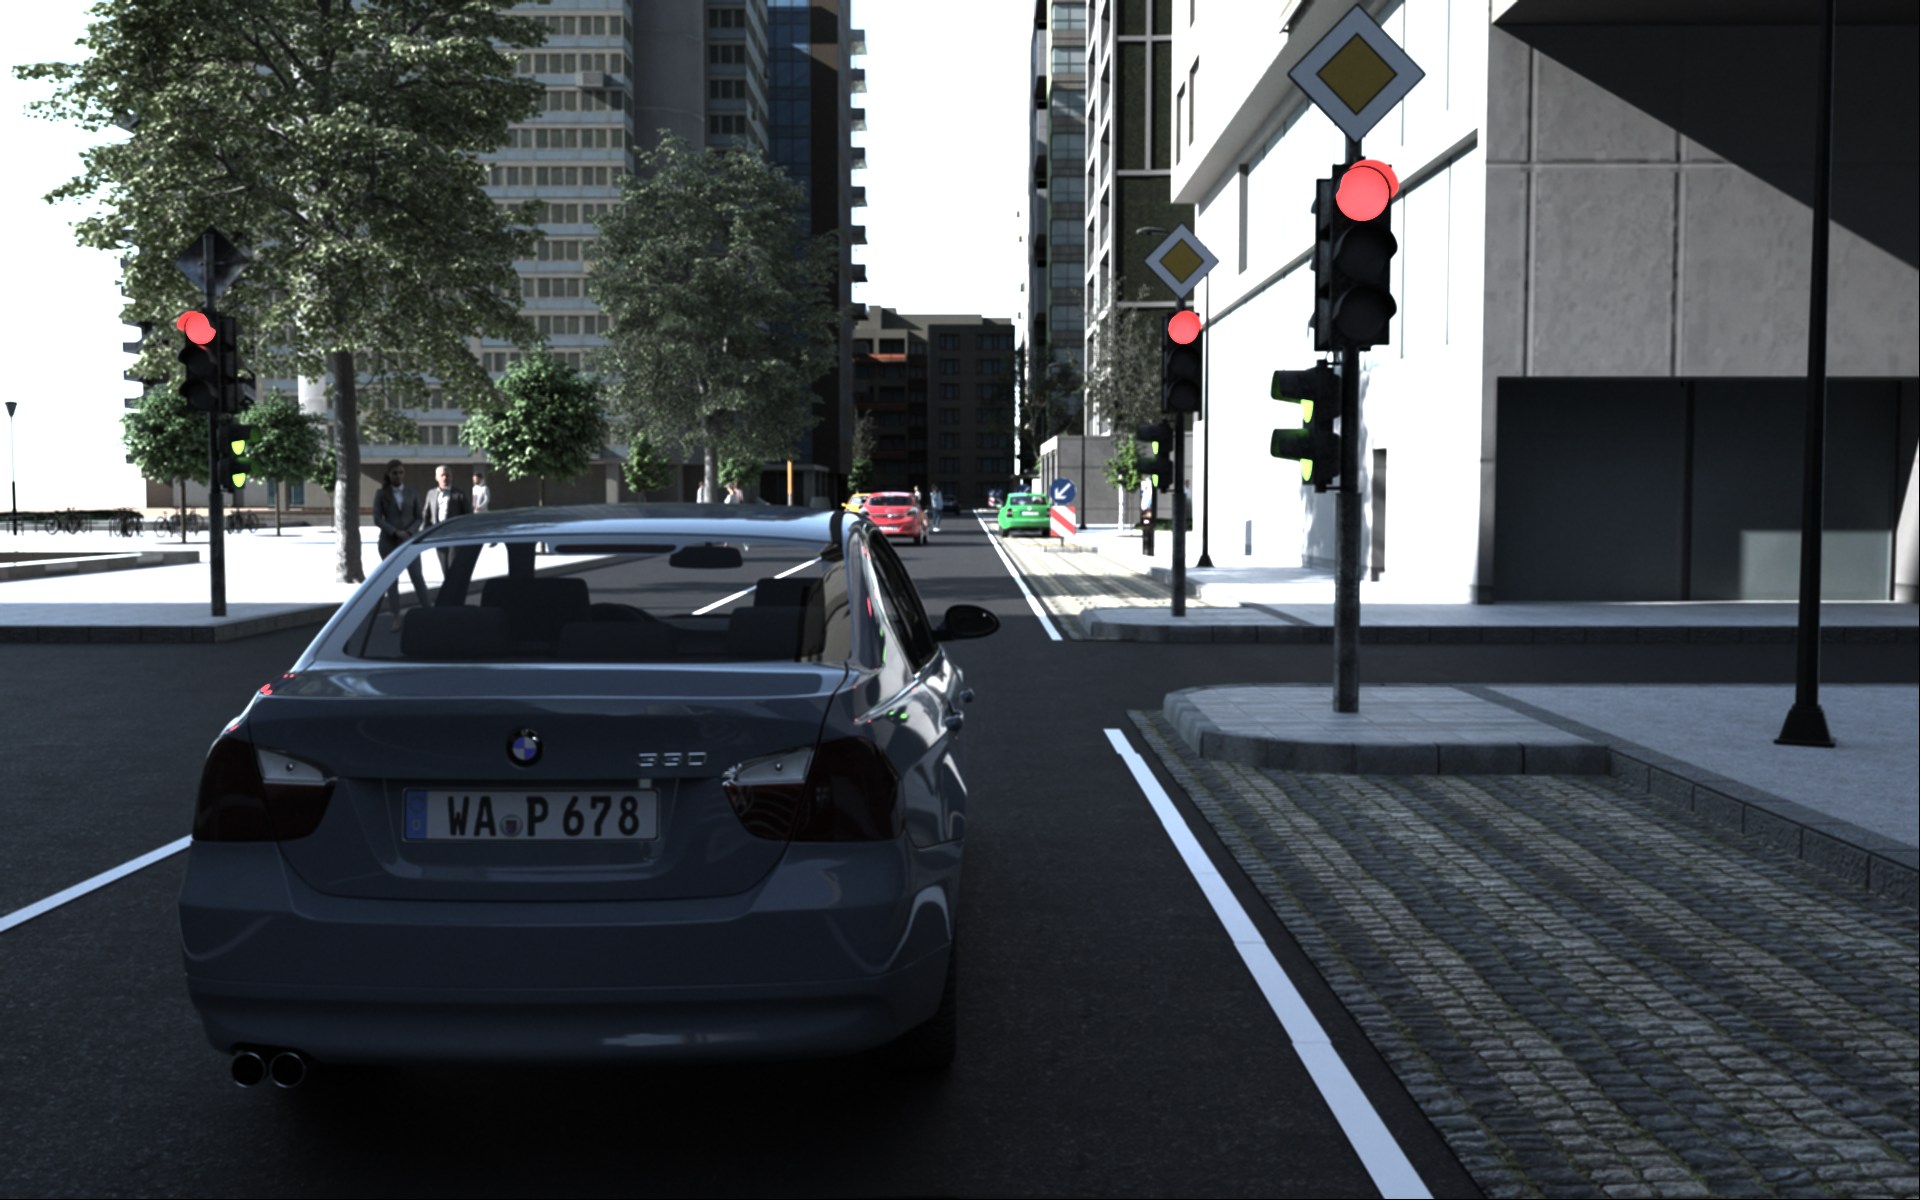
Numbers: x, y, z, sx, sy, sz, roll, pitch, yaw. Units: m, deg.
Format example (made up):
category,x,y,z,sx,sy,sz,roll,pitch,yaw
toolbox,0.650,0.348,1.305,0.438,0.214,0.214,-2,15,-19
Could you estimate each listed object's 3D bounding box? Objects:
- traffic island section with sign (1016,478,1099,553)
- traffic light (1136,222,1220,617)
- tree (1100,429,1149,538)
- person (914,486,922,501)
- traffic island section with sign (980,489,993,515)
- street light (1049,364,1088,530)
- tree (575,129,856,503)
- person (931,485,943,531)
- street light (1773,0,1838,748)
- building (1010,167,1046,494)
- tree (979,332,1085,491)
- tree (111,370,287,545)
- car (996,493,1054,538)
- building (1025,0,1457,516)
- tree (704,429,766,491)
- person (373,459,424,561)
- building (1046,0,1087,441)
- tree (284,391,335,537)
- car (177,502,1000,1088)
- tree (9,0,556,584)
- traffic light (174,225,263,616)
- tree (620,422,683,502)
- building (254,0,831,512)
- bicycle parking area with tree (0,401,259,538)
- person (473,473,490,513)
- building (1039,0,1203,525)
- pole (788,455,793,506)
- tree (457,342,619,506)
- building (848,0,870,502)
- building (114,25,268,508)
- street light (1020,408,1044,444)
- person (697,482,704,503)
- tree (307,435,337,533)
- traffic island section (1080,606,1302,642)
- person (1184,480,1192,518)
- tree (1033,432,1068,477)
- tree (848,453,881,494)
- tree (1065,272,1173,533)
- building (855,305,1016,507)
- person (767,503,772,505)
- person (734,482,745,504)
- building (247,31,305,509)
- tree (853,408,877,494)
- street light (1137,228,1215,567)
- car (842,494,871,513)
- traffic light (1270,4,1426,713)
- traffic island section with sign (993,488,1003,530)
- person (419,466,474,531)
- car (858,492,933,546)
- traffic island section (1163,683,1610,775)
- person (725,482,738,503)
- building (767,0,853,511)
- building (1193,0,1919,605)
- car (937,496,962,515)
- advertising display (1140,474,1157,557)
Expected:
category,x,y,z,sx,sy,sz,roll,pitch,yaw
traffic island section with sign,2.385,-2.091,42.812,1.989,1.847,2.006,0,3,0
traffic light,2.278,-1.785,18.100,0.839,4.253,0.868,0,3,0
tree,4.972,-3.476,51.438,1.663,3.219,1.824,0,3,0
person,-1.952,-4.096,75.736,0.520,1.790,0.573,3,4,37
traffic island section with sign,2.554,-6.837,120.406,1.989,1.847,2.006,0,3,0
street light,3.863,-5.462,61.843,1.470,5.913,1.316,0,3,0
tree,-8.774,-9.475,61.573,9.857,13.997,8.962,0,3,0
person,-0.908,-3.589,67.449,0.793,1.790,0.793,1,4,9
street light,3.820,-2.215,8.761,1.470,5.913,1.316,0,3,0
building,20.797,-28.406,156.324,32.217,40.220,23.993,0,3,0
tree,4.808,-10.059,98.869,8.767,10.594,7.601,1,4,15
tree,-19.946,-3.723,44.581,4.285,4.588,4.351,0,3,0
car,2.208,-3.009,57.996,1.959,1.807,4.718,0,4,-1
building,18.786,-33.089,130.250,28.713,52.752,27.495,0,3,0
tree,-11.311,-6.364,87.761,4.285,4.588,4.351,0,3,0
person,-5.762,-0.562,17.966,0.520,1.790,0.573,-3,5,-44
building,12.427,-26.049,109.500,14.154,41.232,14.086,0,3,0
tree,-20.555,-4.197,52.335,4.285,4.588,4.351,0,3,0
car,-0.864,0.391,5.615,2.014,1.417,4.499,0,3,0
tree,-9.066,-6.492,24.274,7.486,12.596,7.792,0,3,0
traffic light,-7.783,-1.785,18.106,0.839,4.253,0.868,0,3,0
tree,-8.562,-3.183,46.651,1.663,3.219,1.824,0,3,0
building,-24.561,-25.278,105.180,32.217,40.220,23.993,0,3,0
bicycle parking area with tree,-26.720,-4.065,53.464,8.231,4.147,9.016,1,4,12
person,-11.457,-2.148,41.434,0.678,1.792,0.850,3,4,37
building,14.242,-38.934,74.825,20.563,71.187,20.611,0,3,0
pole,-7.609,-5.132,77.752,0.158,3.312,0.155,0,3,0
tree,-8.772,-3.238,36.656,4.285,4.588,4.351,0,3,0
building,-23.736,-32.857,156.819,30.456,49.044,23.786,0,3,0
building,-68.162,-31.307,161.976,14.200,45.320,14.600,0,3,0
street light,3.923,-7.382,93.243,1.470,5.913,1.316,0,3,0
person,-10.802,-4.088,73.074,0.583,1.804,0.606,-1,4,-14
tree,-20.648,-3.829,57.199,1.663,3.219,1.824,0,3,0
traffic island section,2.318,0.249,18.214,2.009,0.180,2.903,0,3,0
person,8.277,-3.507,63.602,0.478,1.798,0.641,-2,4,-23
tree,5.428,-6.486,89.757,4.285,4.588,4.351,0,3,0
tree,-7.981,-9.377,137.030,4.285,4.588,4.351,0,3,0
tree,5.399,-6.524,57.027,4.360,8.622,3.978,0,3,0
building,-8.748,-21.123,190.394,28.899,21.520,27.650,0,3,0
person,-6.138,-2.517,55.158,1.012,1.151,0.738,2,4,32
person,-8.469,-3.642,66.187,0.593,1.750,0.643,0,4,4
building,-49.762,-32.662,157.723,21.600,48.544,21.300,0,3,0
tree,-8.610,-11.772,142.828,4.360,8.622,3.978,0,3,0
street light,3.778,-3.536,30.352,1.470,5.913,1.316,0,3,0
car,-4.236,-4.116,77.512,2.015,1.641,3.980,0,4,1
traffic light,2.260,-1.296,10.115,0.839,4.253,0.868,0,3,0
traffic island section with sign,2.442,-3.739,69.767,1.989,1.847,2.006,0,3,0
person,-6.252,-0.746,21.087,0.661,1.777,0.834,0,4,-2
car,-1.871,-2.452,49.123,2.155,1.783,4.494,0,4,2
traffic island section,2.300,0.737,10.229,2.009,0.180,2.903,0,3,0
person,-5.612,-2.055,42.851,0.760,1.731,0.466,-1,4,-18
building,-15.114,-28.999,124.248,14.600,45.320,14.200,0,3,0
building,18.273,-26.927,29.500,27.495,52.752,28.713,0,3,0
car,-0.859,-6.434,117.770,1.945,1.354,3.894,0,4,2
advertising display,3.894,-1.868,35.755,0.123,1.923,0.974,0,4,-7
